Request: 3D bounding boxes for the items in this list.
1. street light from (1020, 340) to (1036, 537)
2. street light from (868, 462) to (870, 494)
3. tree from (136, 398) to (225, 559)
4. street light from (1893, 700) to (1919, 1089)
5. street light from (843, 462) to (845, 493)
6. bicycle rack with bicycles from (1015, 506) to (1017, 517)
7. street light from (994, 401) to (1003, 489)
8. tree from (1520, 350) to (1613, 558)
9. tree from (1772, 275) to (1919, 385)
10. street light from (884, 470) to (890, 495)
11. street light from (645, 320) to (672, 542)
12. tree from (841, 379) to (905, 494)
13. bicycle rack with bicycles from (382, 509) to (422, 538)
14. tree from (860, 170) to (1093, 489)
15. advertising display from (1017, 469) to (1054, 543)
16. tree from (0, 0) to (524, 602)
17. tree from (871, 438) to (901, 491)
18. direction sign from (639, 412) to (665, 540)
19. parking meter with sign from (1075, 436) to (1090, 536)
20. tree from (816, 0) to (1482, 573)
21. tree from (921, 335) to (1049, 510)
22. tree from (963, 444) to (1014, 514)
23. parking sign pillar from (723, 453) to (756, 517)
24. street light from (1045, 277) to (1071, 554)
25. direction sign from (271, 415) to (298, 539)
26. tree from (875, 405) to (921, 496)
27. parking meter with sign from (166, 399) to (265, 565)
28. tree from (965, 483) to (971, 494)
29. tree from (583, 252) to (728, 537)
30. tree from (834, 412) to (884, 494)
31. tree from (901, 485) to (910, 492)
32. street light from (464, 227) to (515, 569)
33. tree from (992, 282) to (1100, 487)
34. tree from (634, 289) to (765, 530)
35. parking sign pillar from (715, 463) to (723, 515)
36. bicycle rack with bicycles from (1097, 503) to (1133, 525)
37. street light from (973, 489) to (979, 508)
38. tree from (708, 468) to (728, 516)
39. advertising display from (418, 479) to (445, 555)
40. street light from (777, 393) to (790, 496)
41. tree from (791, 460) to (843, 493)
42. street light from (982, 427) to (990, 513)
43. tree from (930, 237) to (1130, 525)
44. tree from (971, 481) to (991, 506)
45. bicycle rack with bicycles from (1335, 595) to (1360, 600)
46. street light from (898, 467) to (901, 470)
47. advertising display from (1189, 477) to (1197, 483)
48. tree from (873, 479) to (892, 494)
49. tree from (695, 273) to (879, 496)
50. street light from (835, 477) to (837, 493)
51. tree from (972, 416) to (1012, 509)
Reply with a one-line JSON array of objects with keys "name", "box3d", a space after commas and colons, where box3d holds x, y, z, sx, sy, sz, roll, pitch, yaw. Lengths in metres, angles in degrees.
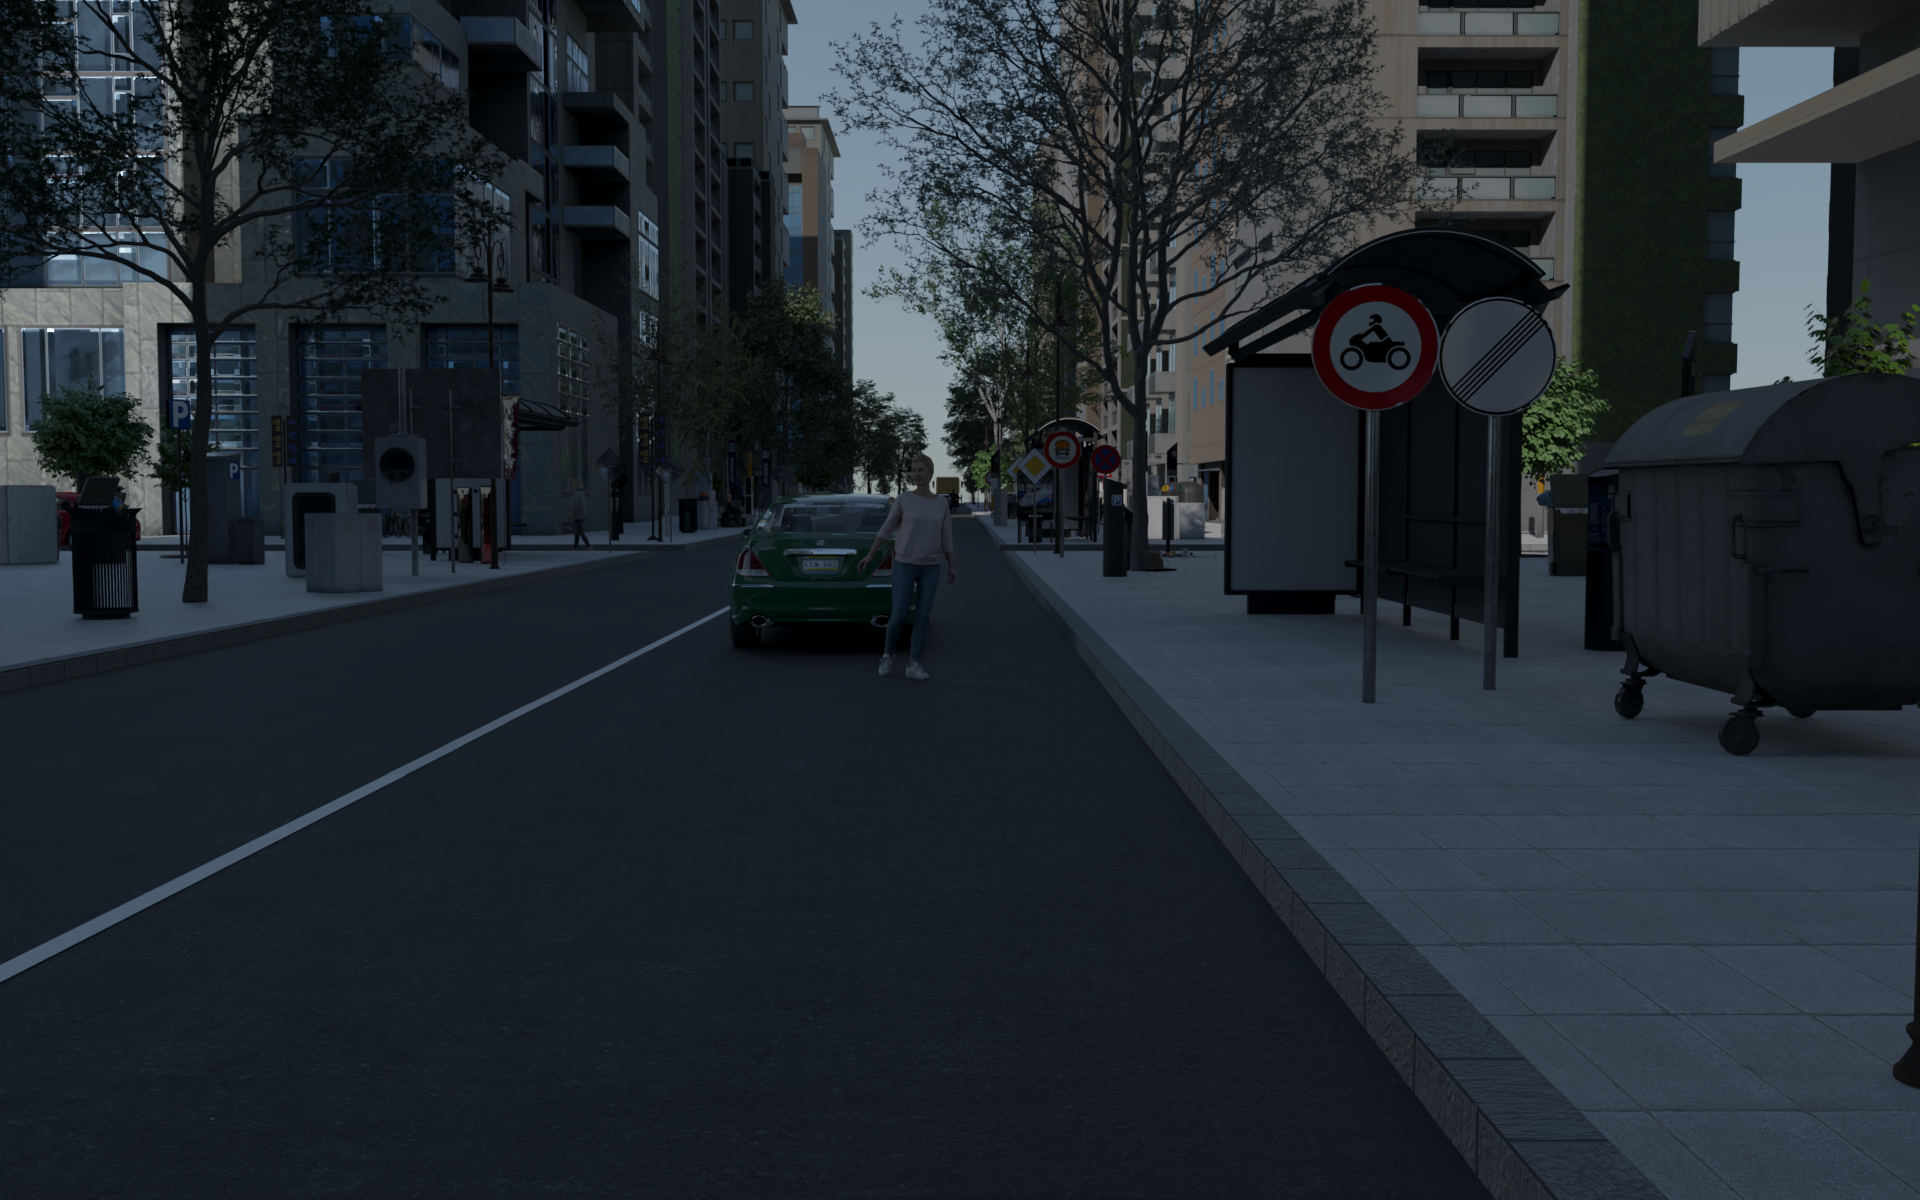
[{"name": "street light", "box3d": [2.033, -4.853, 52.142, 0.468, 5.910, 1.993, 0, 3, 0]}, {"name": "street light", "box3d": [-8.217, -11.213, 156.119, 0.468, 5.910, 1.993, 0, 3, 0]}, {"name": "tree", "box3d": [-15.678, -2.456, 34.752, 1.663, 3.219, 1.824, 0, 3, 0]}, {"name": "street light", "box3d": [2.139, -1.885, 3.604, 0.468, 5.910, 1.993, 0, 3, 0]}, {"name": "street light", "box3d": [-8.185, -9.138, 122.201, 0.468, 5.910, 1.993, 0, 3, 0]}, {"name": "bicycle rack with bicycles", "box3d": [3.409, -5.138, 97.393, 2.925, 0.926, 2.852, -1, 4, -10]}, {"name": "street light", "box3d": [1.928, -6.932, 86.133, 0.468, 5.910, 1.993, 0, 3, 0]}, {"name": "tree", "box3d": [11.585, -3.168, 35.514, 4.285, 4.588, 4.351, 0, 3, 0]}, {"name": "tree", "box3d": [8.092, -1.271, 15.379, 1.663, 3.219, 1.824, 0, 3, 0]}, {"name": "street light", "box3d": [-8.391, -14.244, 205.684, 0.468, 5.910, 1.993, 0, 3, 0]}, {"name": "street light", "box3d": [-8.032, -4.492, 46.234, 0.468, 5.910, 1.993, 0, 3, 0]}, {"name": "tree", "box3d": [-9.174, -15.460, 170.896, 7.486, 12.596, 7.792, 0, 3, 0]}, {"name": "bicycle rack with bicycles", "box3d": [-16.613, -2.329, 51.461, 2.852, 0.926, 2.925, -3, 4, -37]}, {"name": "tree", "box3d": [0.958, -15.031, 101.650, 12.611, 20.169, 13.585, 0, 3, 0]}, {"name": "advertising display", "box3d": [1.967, -2.450, 45.269, 0.974, 1.923, 0.123, 0, 4, 0]}, {"name": "tree", "box3d": [-8.773, -5.259, 20.396, 7.601, 10.594, 8.767, -2, 4, -27]}, {"name": "tree", "box3d": [-9.152, -15.874, 209.895, 4.360, 8.622, 3.978, 0, 3, 0]}, {"name": "direction sign", "box3d": [-8.532, -3.428, 48.047, 0.876, 3.537, 0.379, 2, 4, 27]}, {"name": "parking meter with sign", "box3d": [3.789, -3.480, 53.155, 0.543, 3.016, 1.738, 0, 4, -3]}, {"name": "tree", "box3d": [2.887, -7.221, 28.427, 12.009, 13.543, 11.850, 0, 3, 0]}, {"name": "tree", "box3d": [2.669, -14.145, 137.921, 9.857, 13.997, 8.962, 0, 3, 0]}, {"name": "tree", "box3d": [2.221, -7.856, 112.165, 4.285, 4.588, 4.351, 0, 3, 0]}, {"name": "parking sign pillar", "box3d": [-12.075, -6.602, 96.416, 1.447, 3.967, 1.447, -2, 4, -31]}, {"name": "street light", "box3d": [2.089, -3.928, 37.017, 0.468, 5.910, 1.993, 0, 3, 0]}, {"name": "direction sign", "box3d": [-19.411, -3.537, 49.821, 0.876, 3.537, 0.379, 1, 4, 21]}, {"name": "tree", "box3d": [-8.548, -20.760, 246.084, 9.857, 13.997, 8.962, 0, 3, 0]}, {"name": "parking meter with sign", "box3d": [-13.581, -2.168, 31.704, 1.738, 3.016, 0.543, 1, 4, 16]}, {"name": "tree", "box3d": [1.522, -15.554, 248.901, 1.663, 3.219, 1.824, 0, 3, 0]}, {"name": "tree", "box3d": [-9.061, -6.214, 51.968, 4.360, 8.622, 3.978, 0, 3, 0]}, {"name": "tree", "box3d": [-9.341, -11.812, 143.485, 4.737, 8.622, 4.395, 0, 3, 0]}, {"name": "tree", "box3d": [-8.753, -17.339, 278.094, 1.663, 3.219, 1.824, 0, 3, 0]}, {"name": "street light", "box3d": [-7.979, -3.470, 29.515, 0.468, 5.910, 1.993, 0, 3, 0]}, {"name": "tree", "box3d": [2.878, -6.764, 60.960, 4.737, 8.622, 4.395, 0, 3, 0]}, {"name": "tree", "box3d": [-9.134, -6.803, 61.587, 4.737, 8.622, 4.395, 0, 3, 0]}, {"name": "parking sign pillar", "box3d": [-14.527, -7.041, 103.598, 1.447, 3.967, 1.447, 1, 4, 10]}, {"name": "bicycle rack with bicycles", "box3d": [6.172, -3.656, 73.154, 2.852, 0.926, 2.925, -3, 4, -38]}, {"name": "street light", "box3d": [1.714, -11.610, 162.618, 0.468, 5.910, 1.993, 0, 3, 0]}, {"name": "tree", "box3d": [-14.021, -6.414, 99.475, 1.663, 3.219, 1.824, 0, 3, 0]}, {"name": "advertising display", "box3d": [-11.328, -1.943, 36.989, 0.123, 1.923, 0.974, 2, 4, 24]}, {"name": "street light", "box3d": [-8.111, -6.536, 79.647, 0.468, 5.910, 1.993, 0, 3, 0]}, {"name": "tree", "box3d": [-8.467, -7.237, 102.045, 4.285, 4.588, 4.351, 0, 3, 0]}, {"name": "street light", "box3d": [1.835, -9.018, 120.232, 0.468, 5.910, 1.993, 0, 3, 0]}, {"name": "tree", "box3d": [2.940, -8.904, 71.338, 9.928, 11.665, 9.643, 0, 3, 0]}, {"name": "tree", "box3d": [2.668, -12.138, 193.054, 1.663, 3.219, 1.824, 0, 3, 0]}, {"name": "bicycle rack with bicycles", "box3d": [5.462, -0.516, 21.816, 2.925, 0.926, 2.852, 1, 4, 14]}, {"name": "street light", "box3d": [-8.404, -16.289, 239.116, 0.468, 5.910, 1.993, 0, 3, 0]}, {"name": "advertising display", "box3d": [8.623, -3.608, 64.204, 0.123, 1.923, 0.974, 0, 4, -2]}, {"name": "tree", "box3d": [-8.516, -11.677, 185.527, 1.663, 3.219, 1.824, 0, 3, 0]}, {"name": "tree", "box3d": [-8.992, -10.570, 89.825, 9.611, 12.733, 9.660, 0, 3, 0]}, {"name": "street light", "box3d": [-8.167, -8.631, 113.906, 0.468, 5.910, 1.993, 0, 3, 0]}, {"name": "tree", "box3d": [2.935, -13.609, 172.864, 4.360, 8.622, 3.978, 0, 3, 0]}]
